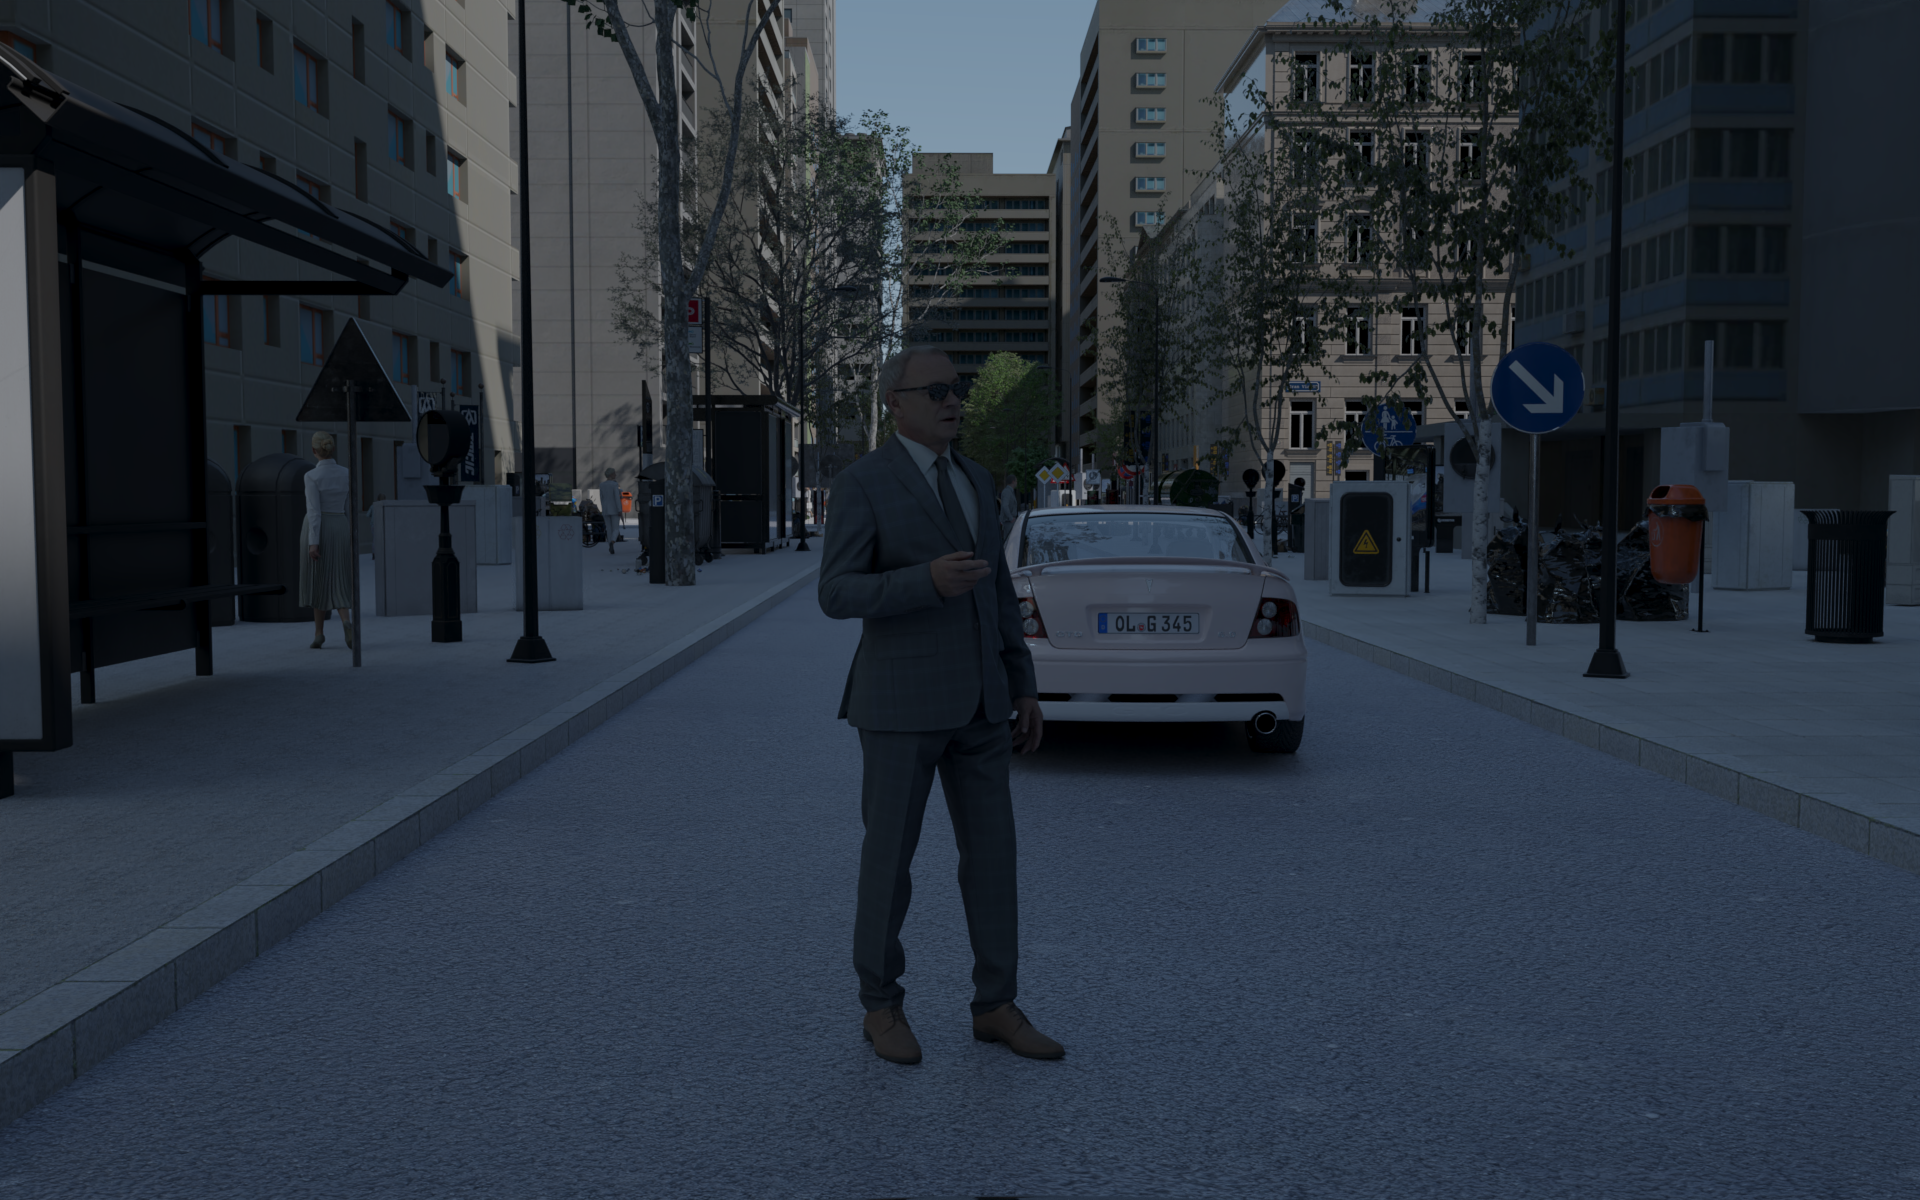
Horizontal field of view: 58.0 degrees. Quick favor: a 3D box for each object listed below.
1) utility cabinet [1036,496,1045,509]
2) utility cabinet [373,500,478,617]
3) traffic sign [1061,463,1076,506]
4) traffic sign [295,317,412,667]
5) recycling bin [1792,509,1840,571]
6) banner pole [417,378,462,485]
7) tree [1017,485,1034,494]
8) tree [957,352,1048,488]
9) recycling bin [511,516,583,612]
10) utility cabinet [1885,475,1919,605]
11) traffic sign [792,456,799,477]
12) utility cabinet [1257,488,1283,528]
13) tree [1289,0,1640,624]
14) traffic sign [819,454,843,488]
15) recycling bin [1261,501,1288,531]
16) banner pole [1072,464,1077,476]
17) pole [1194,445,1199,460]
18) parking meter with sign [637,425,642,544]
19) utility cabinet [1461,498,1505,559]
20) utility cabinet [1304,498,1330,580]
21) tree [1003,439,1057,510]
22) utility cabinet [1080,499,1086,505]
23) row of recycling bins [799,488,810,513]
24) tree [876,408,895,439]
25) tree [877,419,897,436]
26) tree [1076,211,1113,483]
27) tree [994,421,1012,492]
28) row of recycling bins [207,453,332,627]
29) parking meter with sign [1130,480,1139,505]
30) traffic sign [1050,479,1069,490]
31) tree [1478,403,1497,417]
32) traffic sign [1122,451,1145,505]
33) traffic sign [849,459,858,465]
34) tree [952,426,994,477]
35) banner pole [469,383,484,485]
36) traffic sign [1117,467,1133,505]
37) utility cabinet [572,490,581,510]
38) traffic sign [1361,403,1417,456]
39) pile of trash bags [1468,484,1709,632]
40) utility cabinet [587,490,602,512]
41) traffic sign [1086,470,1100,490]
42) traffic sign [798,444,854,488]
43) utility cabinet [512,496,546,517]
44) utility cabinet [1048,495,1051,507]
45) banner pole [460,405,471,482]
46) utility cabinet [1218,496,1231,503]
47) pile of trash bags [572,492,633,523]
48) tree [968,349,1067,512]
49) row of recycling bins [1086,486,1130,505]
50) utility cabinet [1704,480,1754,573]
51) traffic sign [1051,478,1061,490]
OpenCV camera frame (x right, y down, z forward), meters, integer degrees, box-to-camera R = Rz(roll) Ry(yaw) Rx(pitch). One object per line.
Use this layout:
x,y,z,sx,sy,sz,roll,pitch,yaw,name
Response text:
5.303,-6.157,109.353,0.318,1.500,1.173,3,5,41,utility cabinet
-5.695,-0.447,18.468,1.020,1.237,0.306,-3,4,-39,utility cabinet
4.346,-4.382,71.642,0.884,2.594,0.081,0,4,1,traffic sign
-4.478,-0.782,12.789,0.884,2.594,0.081,0,4,5,traffic sign
14.375,-1.017,29.181,0.722,1.027,0.722,1,4,21,recycling bin
-11.331,-2.897,37.375,0.863,3.779,0.401,-3,5,-44,banner pole
4.462,-7.373,115.150,1.663,3.219,1.824,0,3,0,tree
3.333,-13.512,139.044,7.486,12.596,7.792,0,3,0,tree
-4.602,-0.413,19.300,0.722,1.027,0.722,-1,4,-18,recycling bin
11.213,-0.698,20.092,1.173,1.500,0.318,-2,4,-35,utility cabinet
-5.551,-3.386,55.464,0.768,2.556,0.104,0,4,7,traffic sign
11.374,-3.361,63.638,0.318,1.500,1.173,-2,4,-27,utility cabinet
5.074,-4.085,17.153,4.360,8.622,3.978,0,3,0,tree
-4.138,-3.391,55.549,0.768,2.556,0.104,1,4,9,traffic sign
10.949,-2.917,60.250,0.722,1.027,0.722,-1,4,-12,recycling bin
9.480,-9.398,143.670,0.401,3.779,0.863,-2,4,-26,banner pole
9.890,-4.818,72.619,0.158,3.312,0.155,0,3,0,pole
-7.289,-2.924,44.076,1.738,3.016,0.543,0,4,-4,parking meter with sign
10.392,-1.422,34.409,1.020,1.237,0.306,-3,4,-38,utility cabinet
5.675,-0.906,25.977,1.020,1.237,0.306,-1,4,-22,utility cabinet
4.265,-7.314,103.304,4.285,4.588,4.351,0,3,0,tree
6.332,-5.079,94.200,1.020,1.237,0.306,1,4,22,utility cabinet
-11.774,-6.847,119.055,3.534,1.692,1.069,-2,4,-27,row of recycling bins
-5.734,-16.037,187.967,9.928,11.665,9.643,0,3,0,tree
-6.637,-17.119,198.017,7.486,12.596,7.792,0,3,0,tree
4.752,-5.679,43.211,4.360,8.622,3.978,0,3,0,tree
4.250,-12.850,160.463,4.360,8.622,3.978,0,3,0,tree
-7.888,-0.587,16.713,3.534,1.692,1.069,-3,4,-38,row of recycling bins
9.084,-5.704,89.522,0.543,3.016,1.738,1,4,19,parking meter with sign
4.790,-5.095,83.303,0.884,2.594,0.081,0,4,6,traffic sign
17.619,-4.441,56.318,4.285,4.588,4.351,0,3,0,tree
4.847,-2.932,48.040,0.768,2.556,0.104,0,4,4,traffic sign
-3.730,-3.863,63.261,0.768,2.556,0.104,1,4,9,traffic sign
3.143,-14.712,174.957,7.601,10.594,8.767,2,4,24,tree
-10.750,-2.997,39.016,0.401,3.779,0.863,-1,4,-17,banner pole
5.873,-3.706,60.703,0.768,2.556,0.104,0,4,1,traffic sign
-19.679,-4.804,87.220,1.173,1.500,0.318,0,4,-1,utility cabinet
5.981,-1.477,24.249,0.768,2.556,0.104,0,4,4,traffic sign
6.565,-0.474,17.498,1.912,1.369,3.447,0,4,-4,pile of trash bags
-17.520,-4.629,84.359,1.173,1.500,0.318,-2,4,-33,utility cabinet
5.615,-4.339,73.072,0.606,2.300,0.079,1,4,9,traffic sign
-5.397,-4.653,69.949,2.265,3.308,0.079,0,4,2,traffic sign
-11.456,-2.114,45.726,1.020,1.237,0.306,1,4,14,utility cabinet
4.990,-4.755,88.907,1.020,1.237,0.306,3,4,36,utility cabinet
-12.230,-3.219,42.654,0.863,3.779,0.401,-2,4,-29,banner pole
9.343,-3.185,63.244,1.020,1.237,0.306,2,4,27,utility cabinet
-16.321,-4.123,77.169,3.447,1.369,1.912,-1,4,-14,pile of trash bags
4.111,-12.195,125.139,9.928,11.665,9.643,0,3,0,tree
8.852,-5.499,97.024,3.534,1.692,1.069,0,4,-1,row of recycling bins
12.094,-1.174,27.874,1.173,1.500,0.318,3,5,43,utility cabinet
4.861,-5.236,85.720,0.768,2.556,0.104,0,4,3,traffic sign
